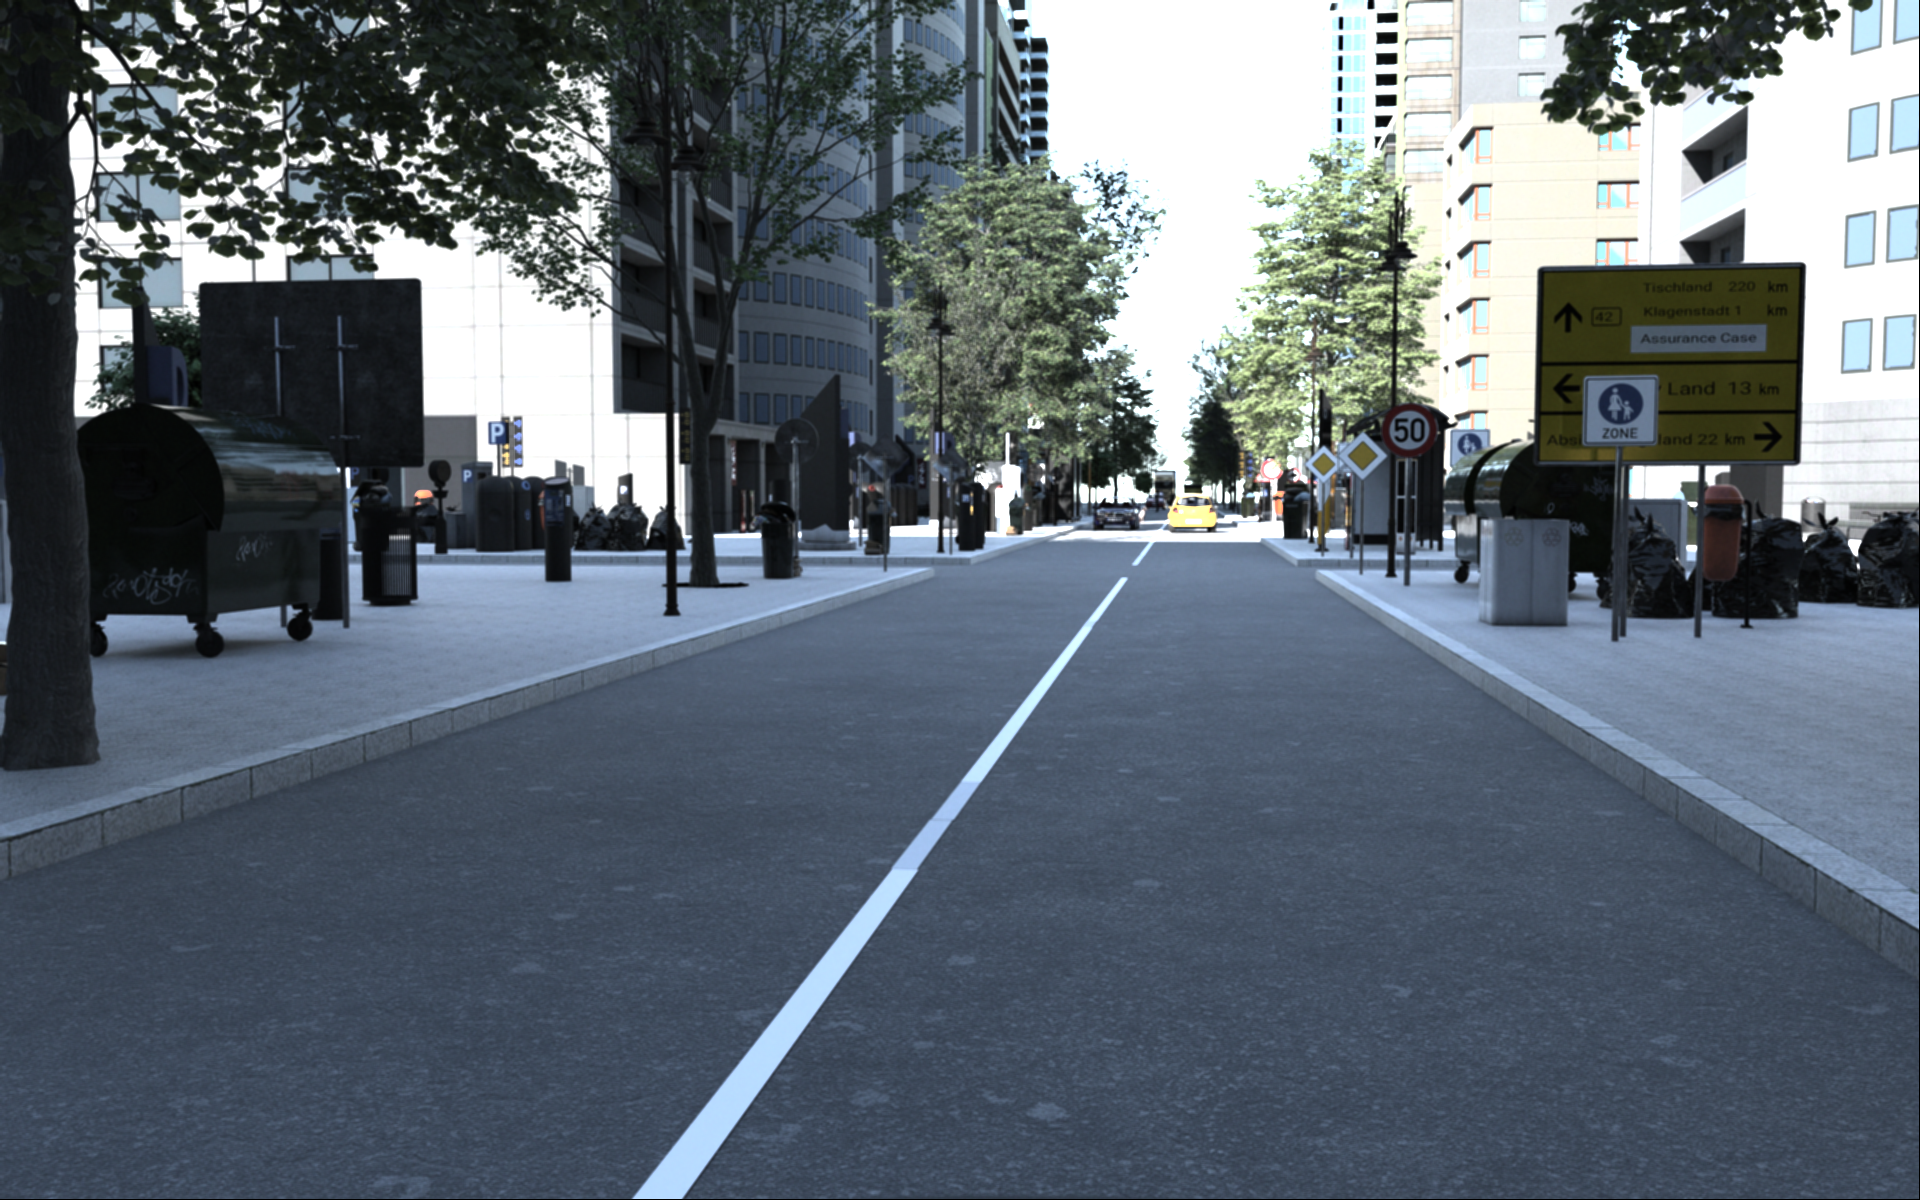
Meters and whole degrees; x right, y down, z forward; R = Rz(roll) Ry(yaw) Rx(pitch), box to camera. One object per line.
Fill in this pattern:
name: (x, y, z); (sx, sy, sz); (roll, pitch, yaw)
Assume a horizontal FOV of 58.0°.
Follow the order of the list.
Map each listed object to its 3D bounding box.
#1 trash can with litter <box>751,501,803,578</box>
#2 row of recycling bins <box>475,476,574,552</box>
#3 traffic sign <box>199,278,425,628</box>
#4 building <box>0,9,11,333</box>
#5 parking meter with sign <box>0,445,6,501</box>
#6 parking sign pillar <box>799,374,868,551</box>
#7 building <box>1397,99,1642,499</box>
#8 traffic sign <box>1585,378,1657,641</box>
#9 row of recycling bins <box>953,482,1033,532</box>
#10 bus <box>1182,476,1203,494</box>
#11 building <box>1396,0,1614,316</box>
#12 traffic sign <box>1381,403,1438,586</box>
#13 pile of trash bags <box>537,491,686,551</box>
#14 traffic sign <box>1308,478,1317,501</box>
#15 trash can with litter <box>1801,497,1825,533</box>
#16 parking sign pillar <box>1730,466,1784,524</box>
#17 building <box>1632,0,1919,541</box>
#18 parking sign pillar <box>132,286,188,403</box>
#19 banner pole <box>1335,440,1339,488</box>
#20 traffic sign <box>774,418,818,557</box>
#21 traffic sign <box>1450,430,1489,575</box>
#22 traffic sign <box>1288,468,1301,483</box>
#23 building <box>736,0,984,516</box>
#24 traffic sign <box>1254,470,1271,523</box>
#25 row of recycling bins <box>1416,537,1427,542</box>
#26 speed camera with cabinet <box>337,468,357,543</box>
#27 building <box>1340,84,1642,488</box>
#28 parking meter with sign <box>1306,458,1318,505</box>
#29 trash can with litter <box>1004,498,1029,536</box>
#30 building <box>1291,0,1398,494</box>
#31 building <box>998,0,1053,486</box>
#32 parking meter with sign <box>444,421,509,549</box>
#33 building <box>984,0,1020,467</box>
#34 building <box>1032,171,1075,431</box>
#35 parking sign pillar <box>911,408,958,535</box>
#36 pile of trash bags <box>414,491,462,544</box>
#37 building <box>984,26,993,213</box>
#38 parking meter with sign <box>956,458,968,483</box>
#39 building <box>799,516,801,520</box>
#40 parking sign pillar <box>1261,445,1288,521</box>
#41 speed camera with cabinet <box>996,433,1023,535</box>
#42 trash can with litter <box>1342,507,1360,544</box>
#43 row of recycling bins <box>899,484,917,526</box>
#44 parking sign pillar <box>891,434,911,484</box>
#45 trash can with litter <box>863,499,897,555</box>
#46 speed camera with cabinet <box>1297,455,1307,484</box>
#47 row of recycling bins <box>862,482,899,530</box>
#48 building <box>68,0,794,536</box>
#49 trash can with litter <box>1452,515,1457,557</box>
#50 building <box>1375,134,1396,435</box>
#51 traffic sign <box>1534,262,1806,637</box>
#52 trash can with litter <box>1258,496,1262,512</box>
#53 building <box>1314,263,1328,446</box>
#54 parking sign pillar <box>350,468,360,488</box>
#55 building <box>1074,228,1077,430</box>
trash can with litter: (-2.780, -0.930, 26.588); (0.624, 1.170, 1.055); (1, 4, 8)
row of recycling bins: (-10.038, -2.003, 39.858); (1.069, 1.692, 3.534); (1, 4, 16)
traffic sign: (-6.201, -1.387, 16.554); (2.265, 3.308, 0.079); (1, 4, 9)
building: (-55.071, -23.119, 69.879); (23.993, 40.220, 32.217); (0, 4, 7)
parking meter with sign: (-32.107, -3.686, 56.533); (0.543, 3.016, 1.738); (1, 4, 13)
parking sign pillar: (-3.098, -3.132, 39.685); (1.447, 3.967, 1.447); (-3, 5, -43)
building: (38.252, -14.955, 89.557); (27.650, 21.520, 28.899); (0, 4, 7)
traffic sign: (5.710, -0.789, 15.032); (0.606, 2.300, 0.079); (1, 4, 17)
row of recycling bins: (0.868, -3.158, 58.751); (3.534, 1.692, 1.069); (-2, 4, -32)
bus: (32.104, -15.123, 238.802); (2.896, 3.916, 12.252); (0, 4, 7)
building: (38.774, -27.092, 126.541); (14.154, 41.232, 14.086); (0, 4, 7)
traffic sign: (6.268, -1.474, 24.213); (0.768, 2.556, 0.104); (1, 4, 14)
pile of trash bags: (-8.013, -1.799, 39.159); (1.912, 1.369, 3.447); (3, 5, 42)
traffic sign: (17.221, -5.113, 83.605); (0.884, 2.594, 0.081); (1, 4, 12)
trash can with litter: (20.451, -1.919, 42.438); (2.233, 1.210, 1.678); (1, 4, 20)
parking sign pillar: (17.688, -3.057, 38.461); (1.447, 3.967, 1.447); (-1, 4, -11)
building: (37.580, -31.174, 51.692); (28.212, 58.520, 21.231); (0, 4, 7)
parking sign pillar: (-10.681, -2.124, 23.204); (1.447, 3.967, 1.447); (-1, 4, -14)
banner pole: (17.129, -5.470, 79.455); (0.863, 3.779, 0.401); (-2, 4, -35)
traffic sign: (-2.755, -1.773, 29.090); (0.768, 2.556, 0.104); (1, 4, 11)
traffic sign: (8.009, -1.538, 27.273); (0.606, 2.300, 0.079); (1, 4, 17)
traffic sign: (16.063, -5.108, 83.616); (0.768, 2.556, 0.104); (1, 4, 13)
building: (-10.281, -35.771, 126.862); (21.231, 58.520, 28.212); (0, 4, 7)
traffic sign: (13.427, -4.680, 76.528); (0.884, 2.594, 0.081); (1, 4, 15)
row of recycling bins: (12.501, -2.518, 48.279); (1.069, 1.692, 3.534); (1, 4, 19)
speed camera with cabinet: (-16.345, -3.152, 45.876); (0.660, 3.252, 2.038); (-2, 4, -31)
building: (51.905, -28.542, 158.537); (32.217, 40.220, 23.993); (0, 4, 7)
parking meter with sign: (18.335, -5.669, 88.947); (1.738, 3.016, 0.543); (1, 4, 18)
trash can with litter: (1.743, -2.592, 53.764); (0.624, 1.170, 1.055); (1, 4, 16)
building: (55.635, -55.764, 224.415); (22.319, 86.520, 31.000); (0, 4, 7)
building: (1.424, -55.570, 221.239); (22.319, 86.520, 31.000); (0, 4, 7)
parking meter with sign: (-11.450, -2.735, 40.979); (0.543, 3.016, 1.738); (2, 4, 25)
building: (-5.860, -33.185, 166.275); (21.300, 48.544, 21.600); (0, 4, 7)
building: (8.800, -36.341, 244.280); (14.600, 45.320, 14.200); (0, 4, 7)
parking sign pillar: (-0.539, -4.051, 54.708); (1.447, 3.967, 1.447); (1, 4, 20)
pile of trash bags: (-13.677, -2.220, 46.048); (1.912, 1.369, 3.447); (-3, 5, -41)
building: (-4.964, -28.403, 147.983); (14.154, 41.232, 14.086); (0, 4, 7)
parking meter with sign: (-0.154, -4.774, 74.323); (0.543, 3.016, 1.738); (3, 5, 42)
building: (-15.731, -33.809, 94.783); (21.231, 58.520, 28.212); (0, 4, 7)
parking sign pillar: (14.972, -5.743, 82.368); (1.447, 3.967, 1.447); (-2, 4, -34)
speed camera with cabinet: (1.606, -3.738, 55.459); (0.660, 3.252, 2.038); (1, 4, 11)
trash can with litter: (10.432, -2.036, 44.681); (1.055, 1.170, 0.624); (-1, 4, -14)
row of recycling bins: (-2.496, -3.816, 69.507); (1.069, 1.692, 3.534); (1, 4, 16)
parking sign pillar: (-2.575, -5.459, 77.719); (1.447, 3.967, 1.447); (-3, 4, -38)
trash can with litter: (-1.710, -1.549, 36.711); (0.624, 1.170, 1.055); (0, 4, 6)
speed camera with cabinet: (16.407, -5.674, 87.110); (2.038, 3.252, 0.660); (1, 4, 14)
row of recycling bins: (-3.462, -3.122, 58.164); (1.069, 1.692, 3.534); (2, 4, 27)
building: (-17.117, -38.147, 61.949); (20.563, 71.187, 20.611); (0, 4, 7)
trash can with litter: (10.388, -1.430, 34.768); (0.624, 1.170, 1.055); (-2, 4, -27)
building: (40.885, -22.587, 141.001); (14.160, 30.474, 14.107); (0, 4, 7)
traffic sign: (6.288, -1.320, 15.448); (2.265, 3.308, 0.079); (0, 4, 8)
trash can with litter: (19.445, -6.013, 109.699); (1.055, 1.170, 0.624); (-1, 4, -15)
building: (64.638, -34.278, 252.328); (32.217, 40.220, 23.993); (0, 4, 7)
parking sign pillar: (-37.816, -7.186, 105.970); (1.447, 3.967, 1.447); (-2, 4, -33)
building: (10.116, -35.179, 258.770); (14.154, 41.232, 14.086); (0, 4, 7)
